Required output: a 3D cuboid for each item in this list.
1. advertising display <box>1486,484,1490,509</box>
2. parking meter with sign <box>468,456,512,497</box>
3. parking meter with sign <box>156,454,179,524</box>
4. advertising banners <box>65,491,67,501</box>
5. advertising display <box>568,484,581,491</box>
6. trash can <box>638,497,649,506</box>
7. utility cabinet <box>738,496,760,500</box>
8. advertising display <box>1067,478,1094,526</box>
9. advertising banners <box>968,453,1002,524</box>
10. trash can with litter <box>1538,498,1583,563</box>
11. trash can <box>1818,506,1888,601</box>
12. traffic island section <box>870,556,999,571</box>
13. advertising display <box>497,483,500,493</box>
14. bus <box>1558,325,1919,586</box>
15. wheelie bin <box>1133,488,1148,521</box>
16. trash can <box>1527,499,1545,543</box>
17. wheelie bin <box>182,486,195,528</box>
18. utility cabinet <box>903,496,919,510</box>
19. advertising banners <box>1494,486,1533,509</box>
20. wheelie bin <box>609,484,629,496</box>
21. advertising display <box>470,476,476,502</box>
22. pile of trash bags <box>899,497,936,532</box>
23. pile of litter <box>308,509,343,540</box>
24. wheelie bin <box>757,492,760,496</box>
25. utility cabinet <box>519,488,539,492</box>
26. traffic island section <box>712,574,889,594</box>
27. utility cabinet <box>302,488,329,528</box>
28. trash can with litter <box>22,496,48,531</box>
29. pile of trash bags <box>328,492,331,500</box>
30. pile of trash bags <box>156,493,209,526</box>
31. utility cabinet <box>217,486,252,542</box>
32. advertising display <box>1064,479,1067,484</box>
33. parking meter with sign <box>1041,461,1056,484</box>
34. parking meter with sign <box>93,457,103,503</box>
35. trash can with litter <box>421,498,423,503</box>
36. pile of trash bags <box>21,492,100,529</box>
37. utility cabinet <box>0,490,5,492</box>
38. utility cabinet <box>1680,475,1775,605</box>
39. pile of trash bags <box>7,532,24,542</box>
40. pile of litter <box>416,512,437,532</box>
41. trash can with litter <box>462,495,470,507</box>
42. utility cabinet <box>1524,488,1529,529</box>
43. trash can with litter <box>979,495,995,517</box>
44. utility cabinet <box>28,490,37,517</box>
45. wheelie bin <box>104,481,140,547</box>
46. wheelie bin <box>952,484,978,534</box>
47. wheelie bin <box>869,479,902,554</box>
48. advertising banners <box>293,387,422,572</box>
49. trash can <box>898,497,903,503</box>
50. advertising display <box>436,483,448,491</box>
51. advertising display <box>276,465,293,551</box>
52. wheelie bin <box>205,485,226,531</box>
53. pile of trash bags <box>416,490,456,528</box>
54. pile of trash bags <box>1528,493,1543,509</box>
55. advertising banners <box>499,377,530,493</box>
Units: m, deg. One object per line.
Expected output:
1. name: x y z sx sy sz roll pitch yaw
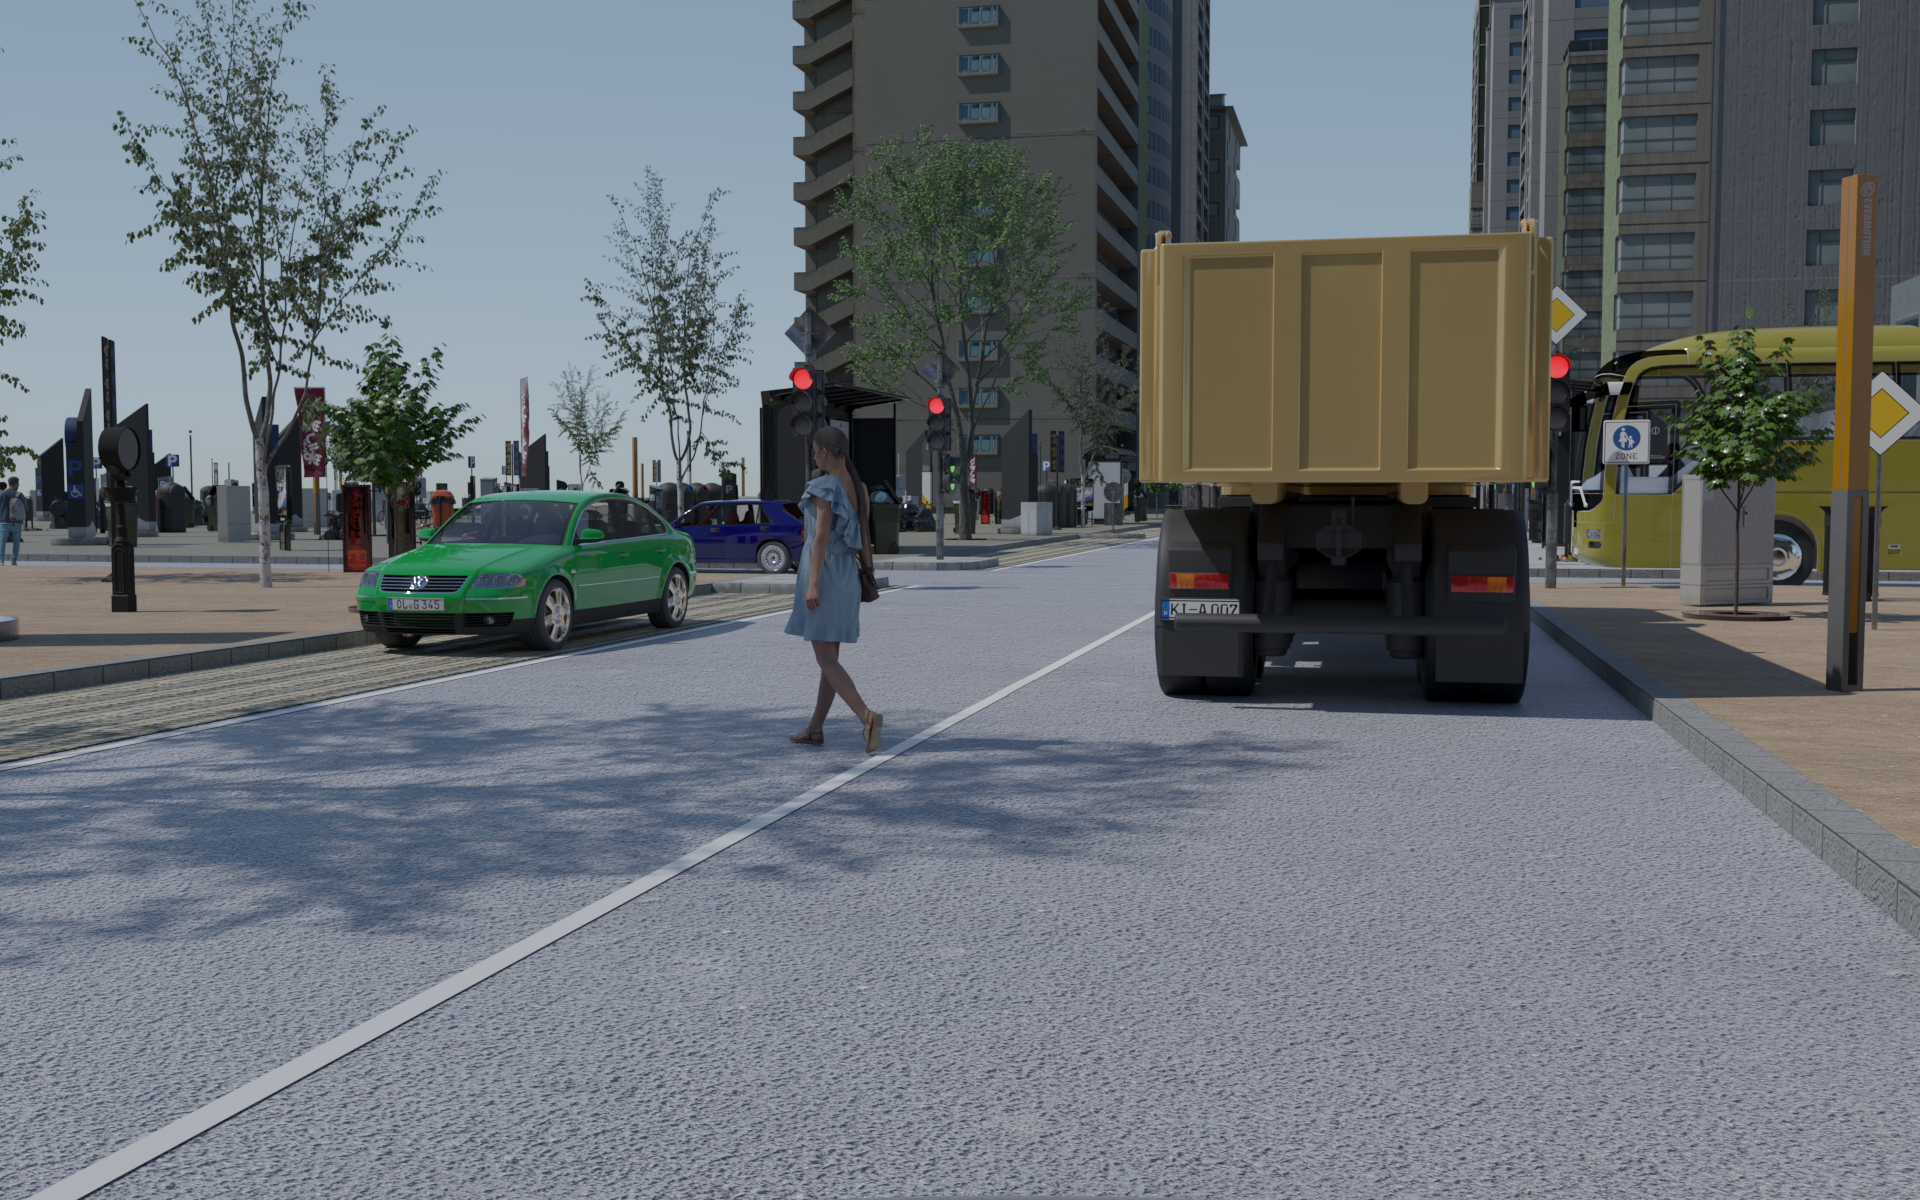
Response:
1. advertising display: 14.719 -2.628 48.182 0.123 1.923 0.974 1 4 12
2. parking meter with sign: -21.613 -5.088 79.449 1.738 3.016 0.543 1 4 10
3. parking meter with sign: -34.575 -4.838 75.370 0.543 3.016 1.738 0 4 -2
4. advertising banners: -51.371 -6.305 99.272 2.074 3.025 0.090 -3 5 -43
5. advertising display: -24.741 -6.502 111.525 0.974 1.923 0.123 0 4 -2
6. trash can: -13.169 -3.699 72.140 0.748 1.137 0.748 0 3 0
7. utility cabinet: -5.932 -2.337 49.368 0.306 1.237 1.020 -3 5 -44
8. advertising display: 4.947 -3.982 70.324 0.974 1.923 0.123 1 4 13
9. advertising banners: 1.106 -4.752 73.878 2.074 3.025 0.090 3 5 40
10. trash can with litter: 11.984 -1.358 33.258 1.678 1.210 2.233 3 4 39
11. trash can: 10.738 -0.563 20.858 0.748 1.137 0.748 0 3 0
12. traffic island section: -0.408 -0.707 33.836 2.009 0.180 2.903 1 4 14
13. advertising display: -27.282 -5.918 101.977 0.123 1.923 0.974 0 4 5
14. bus: 15.248 -2.074 25.460 12.252 3.916 2.896 1 4 12
15. wheelie bin: 8.539 -4.528 81.941 0.693 1.594 0.980 0 4 -4
16. trash can: 15.229 -2.064 45.399 0.748 1.137 0.748 0 3 0
17. wheelie bin: -29.430 -3.536 65.723 0.693 1.594 0.980 -2 4 -35
18. utility cabinet: -1.751 -3.090 61.679 0.306 1.237 1.020 -1 4 -19
19. advertising banners: 22.602 -4.519 70.078 2.074 3.025 0.090 1 4 20
20. wheelie bin: -10.784 -2.867 54.778 0.693 1.594 0.980 -1 4 -12
21. advertising display: -17.064 -3.394 60.698 0.123 1.923 0.974 -1 4 -12
22. pile of trash bags: -2.615 -2.995 58.725 3.447 1.369 1.912 -1 4 -21
23. pile of litter: -17.383 -2.111 48.479 1.719 0.858 1.176 2 4 25
24. wheelie bin: -7.438 -3.587 66.559 0.693 1.594 0.980 -2 4 -30
25. utility cabinet: -16.707 -3.520 66.239 1.173 1.500 0.318 0 4 -3
26. traffic island section: -2.281 -0.232 26.073 2.009 0.180 2.903 1 4 14
27. utility cabinet: -24.394 -3.455 65.167 0.318 1.500 1.173 3 5 40
28. trash can with litter: -32.532 -2.994 60.003 1.678 1.210 2.233 0 4 -7
29. pile of trash bags: -28.197 -4.066 76.227 1.912 1.369 3.447 -1 4 -8
30. pile of trash bags: -31.577 -3.682 69.948 1.912 1.369 3.447 0 4 4
31. utility cabinet: -19.390 -2.298 46.251 0.318 1.500 1.173 0 4 6
32. advertising display: 4.654 -4.323 75.900 0.123 1.923 0.974 0 4 -3
33. parking meter with sign: 4.866 -5.810 91.262 0.543 3.016 1.738 2 4 24
34. parking meter with sign: -40.713 -5.199 81.272 0.543 3.016 1.738 -1 4 -14
35. trash can with litter: -35.493 -6.255 113.321 2.233 1.210 1.678 -3 4 -38
36. pile of trash bags: -33.539 -3.340 64.359 3.447 1.369 1.912 -1 4 -12
37. utility cabinet: -54.508 -5.517 98.886 0.318 1.500 1.173 1 4 9
38. utility cabinet: 8.867 -0.691 19.979 1.173 1.500 0.318 -2 4 -26
39. pile of trash bags: -26.661 -2.226 46.155 3.447 1.369 1.912 2 4 31
40. pile of litter: -18.133 -2.779 59.398 1.176 0.858 1.719 2 4 24
41. trash can with litter: -24.732 -4.722 88.266 2.233 1.210 1.678 0 4 -6
42. utility cabinet: 20.373 -3.369 63.758 0.318 1.500 1.173 -2 4 -31
43. trash can with litter: 2.519 -5.516 101.243 2.233 1.210 1.678 3 5 41
44. utility cabinet: -50.314 -5.270 94.850 1.173 1.500 0.318 -3 5 -45
45. wheelie bin: -20.245 -2.077 41.873 0.693 1.594 0.980 -3 5 -43
46. wheelie bin: 0.170 -2.924 55.716 0.693 1.594 0.980 -2 4 -28
47. wheelie bin: -1.594 -1.783 37.059 0.693 1.594 0.980 0 4 -2
48. advertising banners: -9.832 -1.962 28.271 2.074 3.025 0.090 0 4 4
49. trash can: -2.709 -4.155 79.586 0.748 1.137 0.748 0 3 0
50. advertising display: -30.131 -5.843 100.752 0.123 1.923 0.974 1 4 19
51. advertising display: -15.337 -2.086 39.313 0.123 1.923 0.974 -2 4 -34
52. wheelie bin: -25.562 -3.177 59.856 0.693 1.594 0.980 1 4 20
53. pile of trash bags: -11.300 -2.008 42.583 3.447 1.369 1.912 0 4 -2
54. pile of trash bags: 30.976 -5.232 95.303 3.447 1.369 1.912 -1 4 -17
55. advertising banners: -6.902 -1.874 26.833 0.090 3.025 2.074 -2 4 -26
